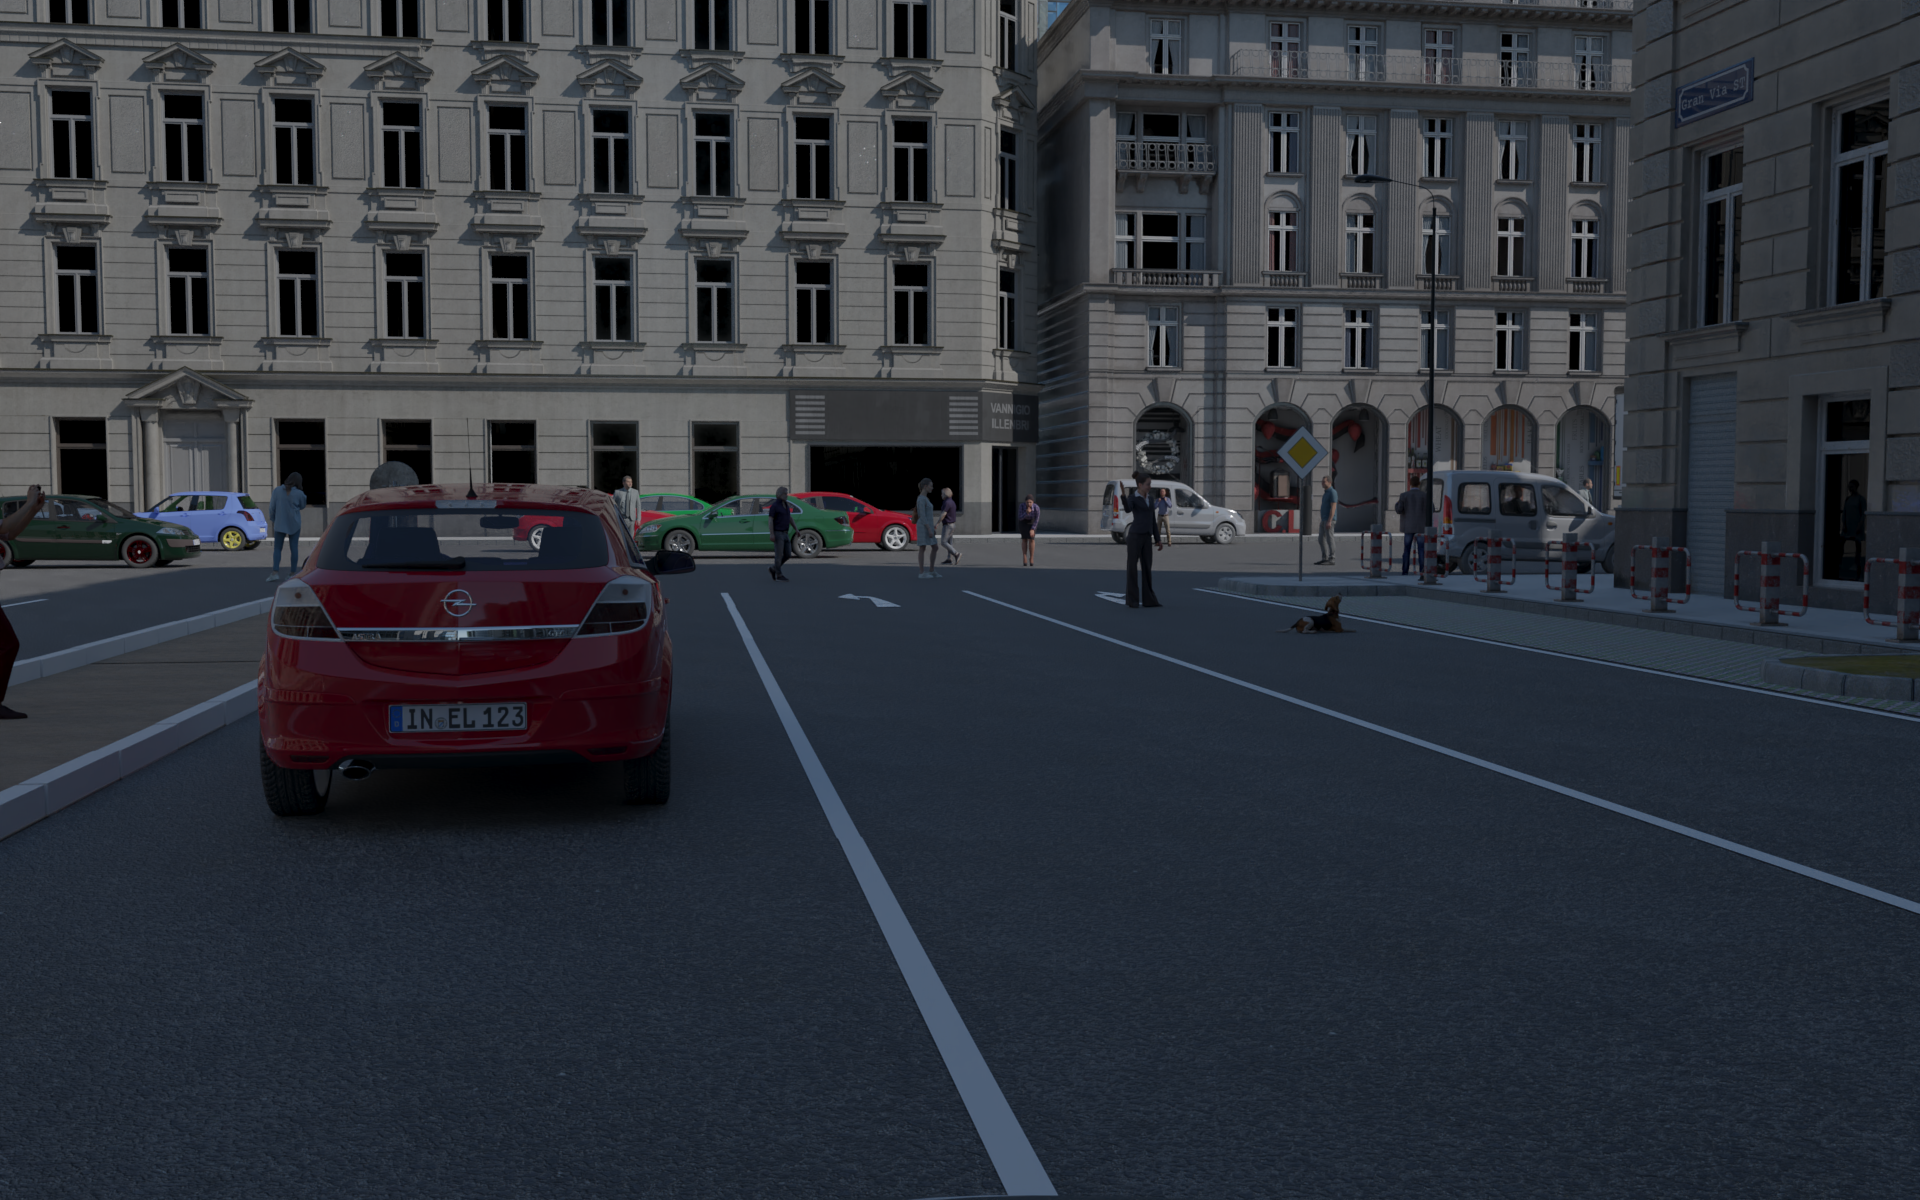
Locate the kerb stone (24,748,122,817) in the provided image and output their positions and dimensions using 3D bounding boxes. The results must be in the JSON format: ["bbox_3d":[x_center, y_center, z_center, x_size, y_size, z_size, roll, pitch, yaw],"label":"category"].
[{"bbox_3d":[-4.189,0.858,8.171,0.120,0.150,1.000,-1,4,-9],"label":"kerb stone"}]

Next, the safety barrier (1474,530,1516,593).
[{"bbox_3d":[6.950,-0.505,22.527,0.300,0.817,1.120,-1,4,-9],"label":"safety barrier"}]

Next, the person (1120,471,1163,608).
[{"bbox_3d":[2.261,-0.759,21.714,0.445,1.727,0.742,1,4,23],"label":"person"}]

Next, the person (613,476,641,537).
[{"bbox_3d":[-7.051,-1.708,36.533,0.635,1.810,0.391,-2,4,-26],"label":"person"}]

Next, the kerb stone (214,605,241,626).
[{"bbox_3d":[-8.108,0.194,19.020,0.120,0.150,1.000,-1,4,-9],"label":"kerb stone"}]

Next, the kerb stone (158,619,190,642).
[{"bbox_3d":[-7.779,0.319,16.985,0.120,0.150,1.000,-1,4,-9],"label":"kerb stone"}]

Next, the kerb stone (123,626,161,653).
[{"bbox_3d":[-7.605,0.381,15.965,0.120,0.150,1.000,-1,4,-9],"label":"kerb stone"}]

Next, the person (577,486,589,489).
[{"bbox_3d":[-3.718,-0.354,16.825,0.613,1.512,0.480,2,4,32],"label":"person"}]

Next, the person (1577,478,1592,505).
[{"bbox_3d":[15.153,-2.046,42.045,0.391,1.810,0.635,3,4,36],"label":"person"}]

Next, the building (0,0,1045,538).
[{"bbox_3d":[-19.555,-17.215,57.877,44.131,29.872,17.030,-1,4,-9],"label":"building"}]

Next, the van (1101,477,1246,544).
[{"bbox_3d":[6.141,-2.613,49.734,4.112,2.044,2.013,-1,4,-9],"label":"van"}]

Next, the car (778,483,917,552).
[{"bbox_3d":[-3.037,-2.123,43.758,4.494,1.783,2.155,-1,4,-10],"label":"car"}]

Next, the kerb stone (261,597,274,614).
[{"bbox_3d":[-8.441,0.070,21.059,0.120,0.150,1.000,-1,4,-9],"label":"kerb stone"}]

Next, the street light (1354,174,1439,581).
[{"bbox_3d":[6.406,-3.233,25.407,1.470,5.913,1.316,-1,4,-9],"label":"street light"}]

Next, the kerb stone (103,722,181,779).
[{"bbox_3d":[-4.353,0.800,9.184,0.120,0.150,1.000,-1,4,-9],"label":"kerb stone"}]

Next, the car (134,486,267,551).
[{"bbox_3d":[-19.559,-2.095,43.852,3.694,1.707,1.945,0,4,-8],"label":"car"}]

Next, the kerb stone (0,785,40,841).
[{"bbox_3d":[-4.026,0.922,7.159,0.120,0.150,1.000,-1,4,-9],"label":"kerb stone"}]

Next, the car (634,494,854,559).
[{"bbox_3d":[-4.858,-1.666,39.042,4.920,1.459,2.131,-1,4,-9],"label":"car"}]

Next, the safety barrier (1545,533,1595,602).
[{"bbox_3d":[7.262,-0.389,20.636,0.300,0.817,1.120,-1,4,-9],"label":"safety barrier"}]

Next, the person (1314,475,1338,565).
[{"bbox_3d":[7.370,-1.606,34.884,0.434,1.807,0.598,0,4,6],"label":"person"}]

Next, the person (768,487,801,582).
[{"bbox_3d":[-2.926,-1.084,28.429,0.569,1.553,0.471,-2,4,-26],"label":"person"}]

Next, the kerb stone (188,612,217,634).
[{"bbox_3d":[-7.942,0.262,17.997,0.120,0.150,1.000,-1,4,-9],"label":"kerb stone"}]

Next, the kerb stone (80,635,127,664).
[{"bbox_3d":[-7.434,0.444,14.943,0.120,0.150,1.000,-1,4,-9],"label":"kerb stone"}]

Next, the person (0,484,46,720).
[{"bbox_3d":[-6.160,-0.068,11.067,0.566,1.644,0.517,1,4,13],"label":"person"}]

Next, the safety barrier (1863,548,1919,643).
[{"bbox_3d":[8.196,-0.042,14.957,0.300,0.817,1.120,-1,4,-9],"label":"safety barrier"}]

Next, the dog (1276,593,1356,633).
[{"bbox_3d":[3.696,0.136,17.974,0.748,0.427,0.550,2,4,30],"label":"dog"}]

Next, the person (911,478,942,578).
[{"bbox_3d":[-0.584,-1.220,29.448,0.522,1.701,0.512,0,4,7],"label":"person"}]

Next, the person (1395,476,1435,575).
[{"bbox_3d":[7.399,-1.154,28.181,0.655,1.722,0.431,1,4,20],"label":"person"}]

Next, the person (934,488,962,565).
[{"bbox_3d":[-0.229,-1.495,35.144,0.569,1.553,0.471,-3,4,-37],"label":"person"}]

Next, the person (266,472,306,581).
[{"bbox_3d":[-11.102,-1.209,28.530,0.793,1.790,0.793,2,4,33],"label":"person"}]

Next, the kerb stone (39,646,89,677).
[{"bbox_3d":[-7.261,0.508,13.933,0.120,0.150,1.000,-1,4,-9],"label":"kerb stone"}]

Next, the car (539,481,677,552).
[{"bbox_3d":[-8.945,-2.108,43.505,4.494,1.783,2.155,-1,4,-9],"label":"car"}]

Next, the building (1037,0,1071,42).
[{"bbox_3d":[0.539,-50.396,136.650,22.319,86.520,31.000,-1,4,-9],"label":"building"}]

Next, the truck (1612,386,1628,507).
[{"bbox_3d":[22.724,-3.423,44.875,11.283,4.237,2.839,-1,4,-10],"label":"truck"}]

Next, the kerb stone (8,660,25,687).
[{"bbox_3d":[-7.105,0.567,12.919,0.120,0.150,1.000,-1,4,-9],"label":"kerb stone"}]

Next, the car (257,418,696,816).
[{"bbox_3d":[-2.490,-0.017,9.312,2.155,1.783,4.494,-1,4,-11],"label":"car"}]

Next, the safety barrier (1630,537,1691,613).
[{"bbox_3d":[7.575,-0.273,18.745,0.300,0.817,1.120,-1,4,-9],"label":"safety barrier"}]

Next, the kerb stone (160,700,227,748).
[{"bbox_3d":[-4.524,0.736,10.195,0.120,0.150,1.000,-1,4,-9],"label":"kerb stone"}]

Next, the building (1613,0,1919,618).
[{"bbox_3d":[16.483,-13.126,11.869,12.463,27.353,25.104,-1,4,-9],"label":"building"}]

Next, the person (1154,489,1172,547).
[{"bbox_3d":[5.559,-2.250,47.357,0.516,1.574,0.319,2,4,24],"label":"person"}]

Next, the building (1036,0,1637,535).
[{"bbox_3d":[14.449,-13.434,61.447,24.055,21.916,13.314,-1,4,-9],"label":"building"}]

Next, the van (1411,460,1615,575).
[{"bbox_3d":[10.087,-1.440,30.553,4.112,2.044,2.013,-1,4,-9],"label":"van"}]

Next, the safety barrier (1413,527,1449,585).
[{"bbox_3d":[6.635,-0.620,24.419,0.300,0.817,1.120,-1,4,-9],"label":"safety barrier"}]

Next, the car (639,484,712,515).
[{"bbox_3d":[-8.392,-2.331,46.909,4.718,1.807,1.959,-1,4,-10],"label":"car"}]

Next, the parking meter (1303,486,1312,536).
[{"bbox_3d":[10.675,-2.754,53.445,0.372,1.533,0.369,0,3,0],"label":"parking meter"}]

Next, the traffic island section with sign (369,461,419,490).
[{"bbox_3d":[-7.807,-0.946,23.609,2.006,1.907,1.989,-1,4,-9],"label":"traffic island section with sign"}]

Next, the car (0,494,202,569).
[{"bbox_3d":[-17.129,-1.471,33.833,4.222,1.686,2.009,-1,4,-11],"label":"car"}]

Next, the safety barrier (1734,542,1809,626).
[{"bbox_3d":[7.884,-0.158,16.853,0.300,0.817,1.120,-1,4,-9],"label":"safety barrier"}]

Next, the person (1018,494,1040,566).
[{"bbox_3d":[1.361,-1.380,34.291,0.421,1.427,0.697,0,4,-2],"label":"person"}]

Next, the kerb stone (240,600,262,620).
[{"bbox_3d":[-8.280,0.132,20.031,0.120,0.150,1.000,-1,4,-9],"label":"kerb stone"}]

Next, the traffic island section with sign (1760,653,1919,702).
[{"bbox_3d":[7.121,-0.253,12.758,1.989,1.847,2.006,-1,4,-9],"label":"traffic island section with sign"}]

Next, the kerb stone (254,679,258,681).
[{"bbox_3d":[-4.859,0.613,12.228,0.120,0.150,1.000,-1,4,-9],"label":"kerb stone"}]

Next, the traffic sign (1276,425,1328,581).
[{"bbox_3d":[5.001,-1.331,25.397,0.795,2.450,0.064,-1,4,-9],"label":"traffic sign"}]

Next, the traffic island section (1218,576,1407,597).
[{"bbox_3d":[5.023,-0.196,25.478,2.009,0.180,2.903,-1,4,-9],"label":"traffic island section"}]

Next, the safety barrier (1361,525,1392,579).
[{"bbox_3d":[6.321,-0.736,26.310,0.300,0.817,1.120,-1,4,-9],"label":"safety barrier"}]

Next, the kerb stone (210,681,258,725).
[{"bbox_3d":[-4.685,0.672,11.208,0.120,0.150,1.000,-1,4,-9],"label":"kerb stone"}]
